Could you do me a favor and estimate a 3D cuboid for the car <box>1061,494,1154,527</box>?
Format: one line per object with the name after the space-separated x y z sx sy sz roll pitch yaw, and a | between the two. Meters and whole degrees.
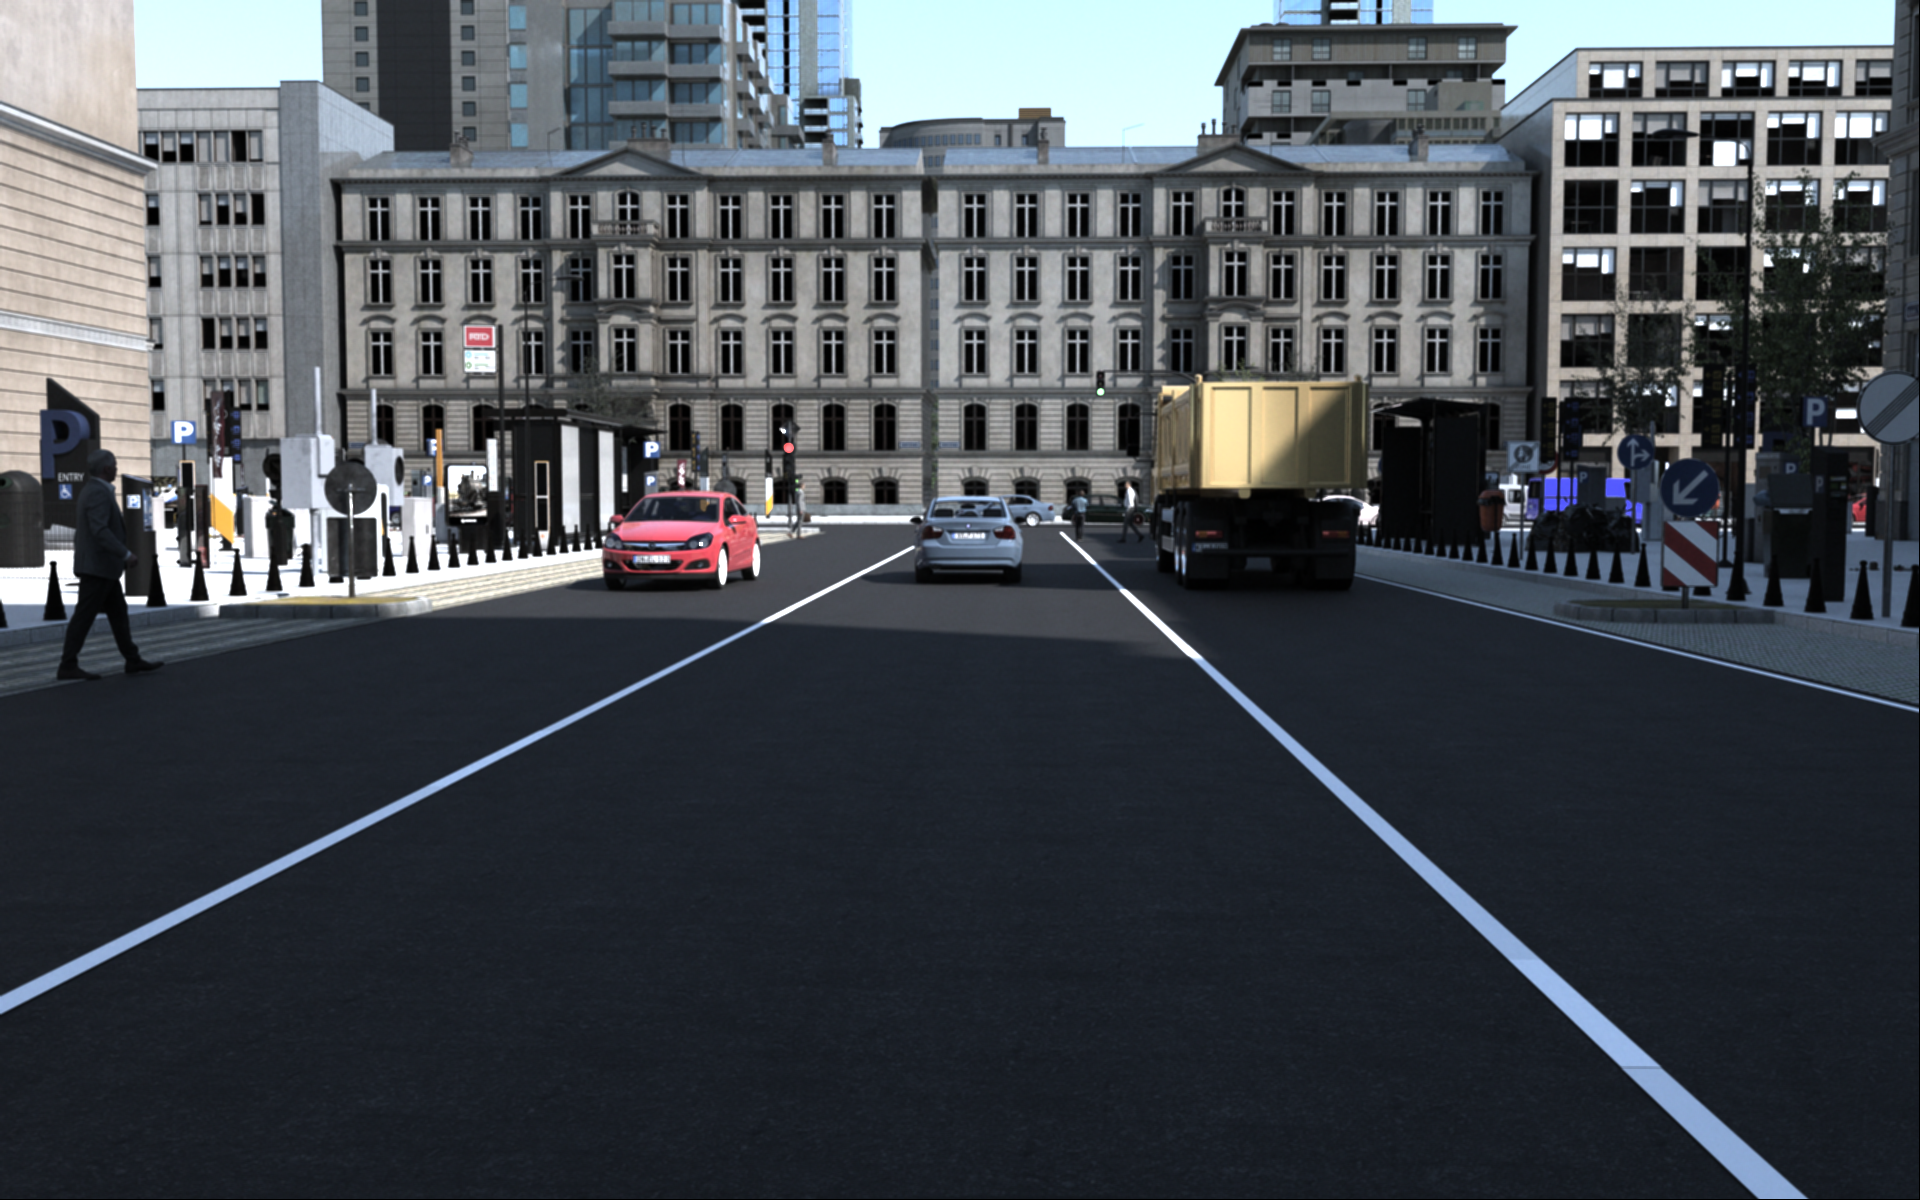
6.580 -4.069 76.310 4.222 1.686 2.009 0 4 3 | car

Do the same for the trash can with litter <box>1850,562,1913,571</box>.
16.049 -1.110 29.198 2.233 1.210 1.678 0 4 2 | trash can with litter

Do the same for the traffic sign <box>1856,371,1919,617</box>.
9.660 -1.094 17.989 0.768 2.556 0.104 0 4 3 | traffic sign

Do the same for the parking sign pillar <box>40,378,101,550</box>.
-20.524 -3.150 39.975 1.447 3.967 1.447 1 4 13 | parking sign pillar

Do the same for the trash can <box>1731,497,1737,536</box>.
23.893 -2.520 52.861 0.748 1.137 0.748 0 3 0 | trash can

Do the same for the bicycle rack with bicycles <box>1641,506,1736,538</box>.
21.379 -2.294 50.885 2.852 0.926 2.925 -1 4 -15 | bicycle rack with bicycles

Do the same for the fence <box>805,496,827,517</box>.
-7.999 -5.147 95.357 0.480 1.192 2.264 2 4 24 | fence

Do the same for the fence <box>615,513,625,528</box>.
-10.098 -2.308 53.117 2.069 0.683 0.278 3 5 43 | fence

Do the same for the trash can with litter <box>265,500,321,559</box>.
-13.149 -1.393 34.166 1.055 1.170 0.624 -1 4 -21 | trash can with litter

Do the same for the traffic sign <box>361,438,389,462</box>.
-13.346 -2.419 39.649 0.768 2.556 0.104 0 4 5 | traffic sign

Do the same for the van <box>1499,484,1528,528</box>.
23.876 -4.036 72.995 4.112 2.044 2.013 0 4 2 | van

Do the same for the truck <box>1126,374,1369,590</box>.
4.767 -2.060 29.604 3.469 3.379 9.791 0 4 2 | truck

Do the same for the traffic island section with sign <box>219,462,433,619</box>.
-7.459 -0.739 20.708 1.989 1.847 2.006 0 4 2 | traffic island section with sign

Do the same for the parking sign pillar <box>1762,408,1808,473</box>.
25.544 -3.991 53.723 1.447 3.967 1.447 3 4 37 | parking sign pillar

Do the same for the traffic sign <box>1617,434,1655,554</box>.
14.364 -2.250 36.896 0.768 2.556 0.104 0 4 5 | traffic sign

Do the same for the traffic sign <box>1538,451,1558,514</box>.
15.260 -2.766 45.323 0.768 2.556 0.104 0 4 4 | traffic sign

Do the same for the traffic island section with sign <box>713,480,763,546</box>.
-6.526 -2.404 47.930 1.989 1.847 2.006 0 4 2 | traffic island section with sign

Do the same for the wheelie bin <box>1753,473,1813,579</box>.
12.623 -1.136 26.475 0.980 1.594 0.693 1 4 11 | wheelie bin

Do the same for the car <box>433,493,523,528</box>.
-20.539 -3.874 72.007 5.304 1.827 2.281 0 4 3 | car

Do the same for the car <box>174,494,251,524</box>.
-31.918 -3.936 74.572 3.980 1.641 2.015 0 4 2 | car

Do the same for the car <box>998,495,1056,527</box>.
1.977 -3.952 76.615 4.499 1.417 2.014 0 4 3 | car

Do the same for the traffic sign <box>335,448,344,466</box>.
-14.039 -2.237 38.701 0.606 2.300 0.079 1 4 8 | traffic sign

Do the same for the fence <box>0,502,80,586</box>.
-13.313 -0.822 24.636 2.264 1.192 0.480 1 4 19 | fence

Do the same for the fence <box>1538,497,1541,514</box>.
19.105 -2.803 57.035 0.480 1.192 2.264 1 4 16 | fence

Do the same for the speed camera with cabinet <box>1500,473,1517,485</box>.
26.821 -5.457 83.561 2.038 3.252 0.660 -3 5 -41 | speed camera with cabinet

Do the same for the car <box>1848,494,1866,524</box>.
39.539 -4.064 75.491 4.494 1.783 2.155 0 4 1 | car

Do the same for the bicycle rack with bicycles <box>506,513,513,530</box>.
-15.142 -2.897 60.741 2.925 0.926 2.852 -1 4 -18 | bicycle rack with bicycles

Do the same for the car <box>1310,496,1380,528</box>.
16.202 -3.698 72.831 4.827 1.381 2.083 0 4 1 | car

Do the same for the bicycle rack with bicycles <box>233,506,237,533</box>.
-25.158 -2.741 58.204 2.852 0.926 2.925 0 4 -1 | bicycle rack with bicycles

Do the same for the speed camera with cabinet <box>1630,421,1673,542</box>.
18.997 -3.253 47.529 0.660 3.252 2.038 3 5 39 | speed camera with cabinet

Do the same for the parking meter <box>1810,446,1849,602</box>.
10.409 -0.919 20.735 0.255 1.863 0.399 0 4 -1 | parking meter

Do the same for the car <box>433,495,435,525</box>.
-22.969 -4.322 79.455 4.718 1.807 1.959 0 4 1 | car

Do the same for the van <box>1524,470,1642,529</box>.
24.353 -3.761 65.877 5.245 2.365 2.240 0 4 0 | van

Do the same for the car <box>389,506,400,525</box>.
-27.449 -4.204 81.322 3.894 1.354 1.945 0 4 1 | car

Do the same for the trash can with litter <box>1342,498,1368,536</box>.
12.111 -2.530 52.748 0.624 1.170 1.055 -2 4 -35 | trash can with litter

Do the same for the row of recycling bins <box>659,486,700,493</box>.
-15.045 -5.384 95.137 3.534 1.692 1.069 3 4 39 | row of recycling bins

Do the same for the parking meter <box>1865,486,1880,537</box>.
27.532 -2.680 52.235 0.372 1.533 0.369 0 3 0 | parking meter

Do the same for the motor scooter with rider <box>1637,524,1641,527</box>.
26.782 -3.642 68.506 1.986 1.779 0.876 0 4 1 | motor scooter with rider

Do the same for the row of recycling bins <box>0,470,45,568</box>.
-17.748 -1.457 30.932 3.534 1.692 1.069 2 4 25 | row of recycling bins

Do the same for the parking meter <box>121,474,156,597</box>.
-10.317 -0.818 21.779 0.372 1.533 0.369 0 3 0 | parking meter

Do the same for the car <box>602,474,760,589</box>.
-4.358 -1.125 27.431 2.155 1.783 4.494 0 4 4 | car

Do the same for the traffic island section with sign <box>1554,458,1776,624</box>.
8.005 -0.694 19.980 1.989 1.847 2.006 0 4 2 | traffic island section with sign

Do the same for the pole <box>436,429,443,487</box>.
-16.314 -3.699 54.318 0.158 3.312 0.155 0 3 0 | pole

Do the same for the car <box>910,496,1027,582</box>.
0.139 -1.065 29.415 2.014 1.417 4.499 0 4 0 | car

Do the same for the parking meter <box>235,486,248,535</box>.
-22.616 -2.824 54.586 0.372 1.533 0.369 0 3 0 | parking meter

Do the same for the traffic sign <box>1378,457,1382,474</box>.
13.344 -3.281 53.753 0.768 2.556 0.104 0 4 5 | traffic sign

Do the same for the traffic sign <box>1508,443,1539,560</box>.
10.949 -1.932 33.724 0.606 2.300 0.079 0 4 8 | traffic sign
